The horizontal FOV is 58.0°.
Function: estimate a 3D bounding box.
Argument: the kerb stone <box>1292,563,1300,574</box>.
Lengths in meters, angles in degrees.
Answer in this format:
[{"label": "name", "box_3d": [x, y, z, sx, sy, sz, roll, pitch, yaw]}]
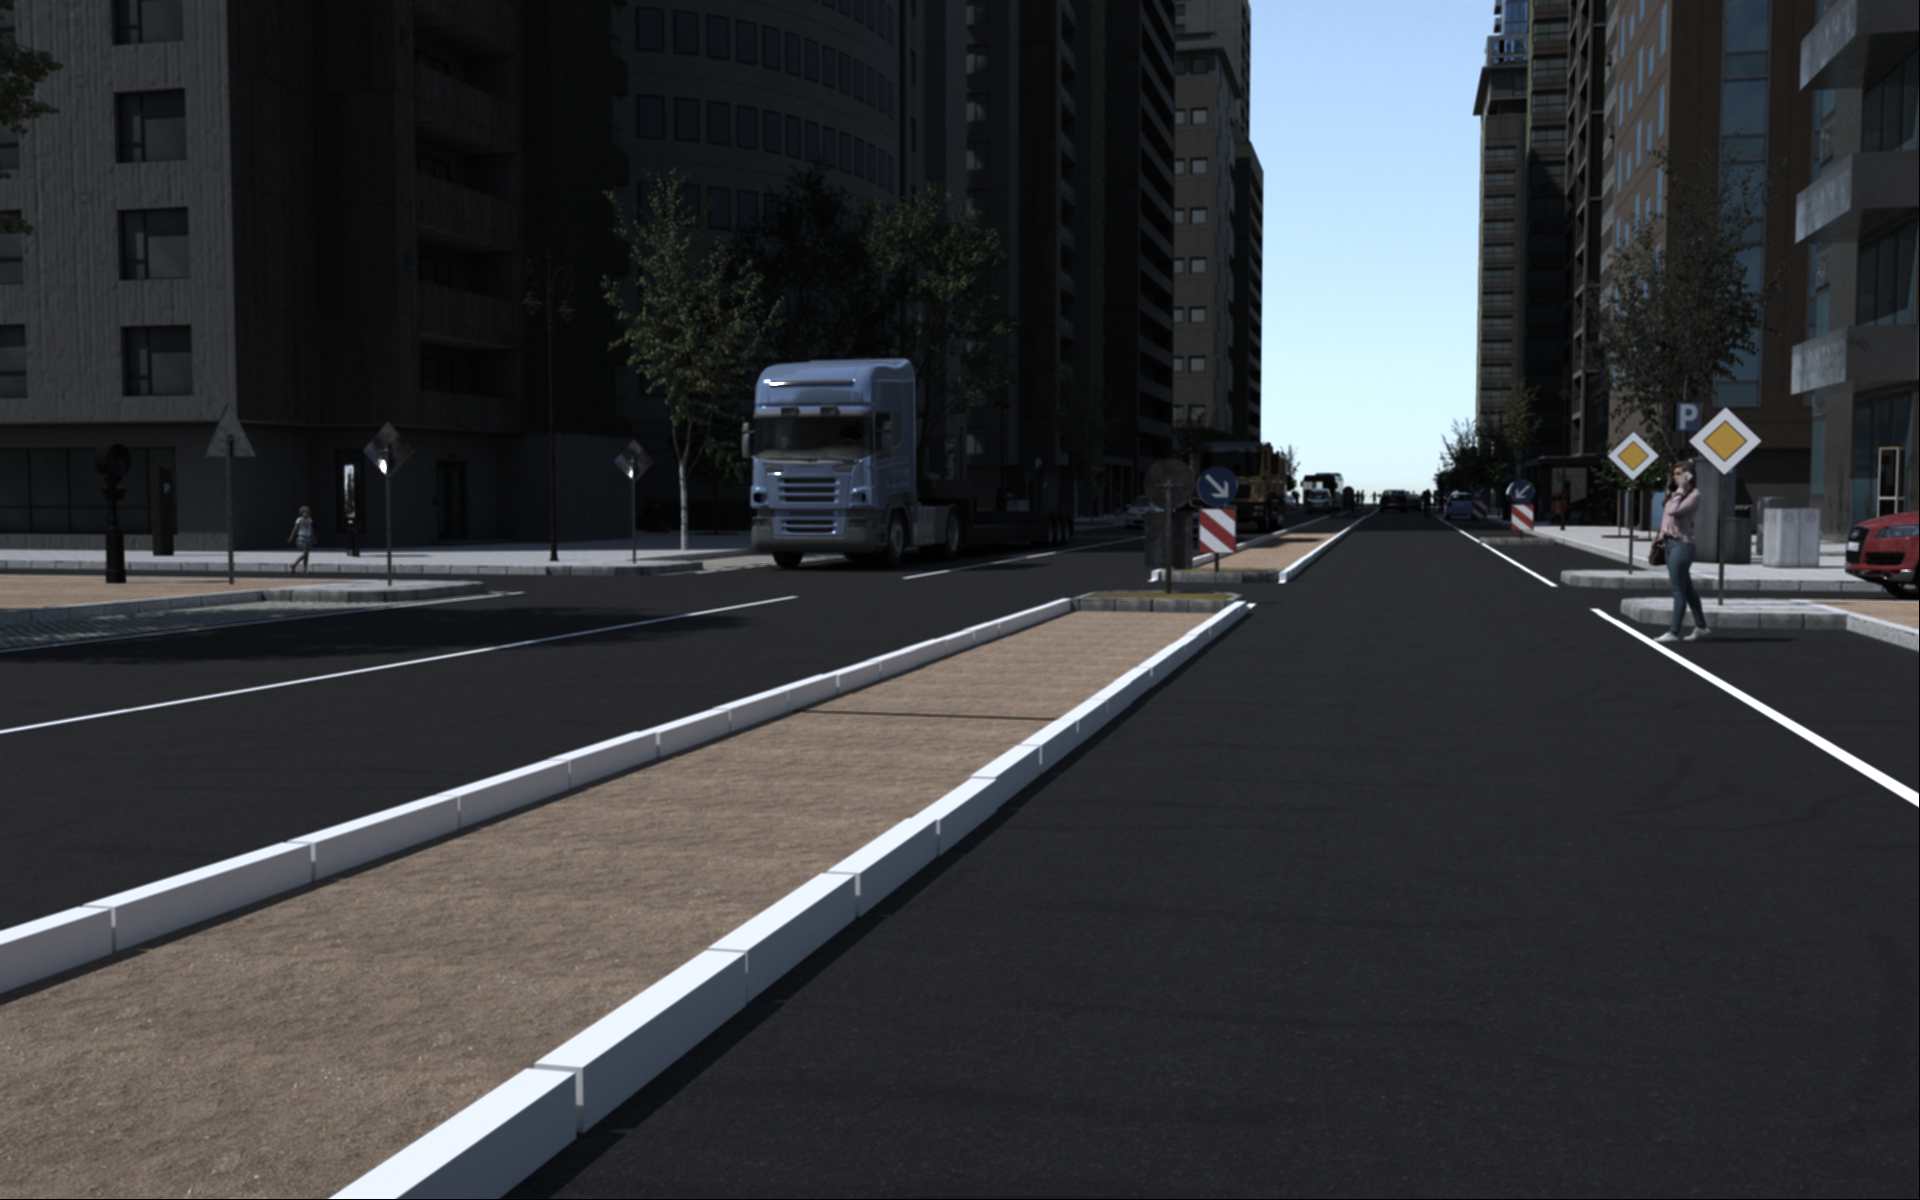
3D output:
[{"label": "kerb stone", "box_3d": [5.911, -0.524, 30.760, 0.120, 0.150, 1.000, 1, 4, 14]}]

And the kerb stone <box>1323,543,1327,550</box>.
[{"label": "kerb stone", "box_3d": [8.905, -1.252, 42.662, 0.120, 0.150, 1.000, 1, 4, 14]}]

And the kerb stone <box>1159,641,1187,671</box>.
[{"label": "kerb stone", "box_3d": [1.739, 0.482, 14.320, 0.120, 0.150, 1.000, 1, 4, 14]}]

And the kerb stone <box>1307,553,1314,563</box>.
[{"label": "kerb stone", "box_3d": [7.156, -0.827, 35.720, 0.120, 0.150, 1.000, 1, 4, 14]}]

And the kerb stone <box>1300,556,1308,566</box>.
[{"label": "kerb stone", "box_3d": [6.648, -0.706, 33.741, 0.120, 0.150, 1.000, 1, 4, 14]}]

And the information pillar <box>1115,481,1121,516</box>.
[{"label": "information pillar", "box_3d": [9.129, -5.855, 100.215, 0.304, 2.012, 0.304, 0, 4, 3]}]

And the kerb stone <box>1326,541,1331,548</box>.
[{"label": "kerb stone", "box_3d": [9.412, -1.373, 44.645, 0.120, 0.150, 1.000, 1, 4, 14]}]

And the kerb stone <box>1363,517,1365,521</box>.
[{"label": "kerb stone", "box_3d": [20.239, -3.988, 87.398, 0.120, 0.150, 1.000, 1, 4, 14]}]

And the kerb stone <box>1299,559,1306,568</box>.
[{"label": "kerb stone", "box_3d": [6.398, -0.638, 32.750, 0.120, 0.150, 1.000, 1, 4, 14]}]

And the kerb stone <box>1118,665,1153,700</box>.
[{"label": "kerb stone", "box_3d": [1.228, 0.606, 12.333, 0.120, 0.150, 1.000, 1, 4, 14]}]

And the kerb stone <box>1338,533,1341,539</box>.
[{"label": "kerb stone", "box_3d": [11.421, -1.859, 52.590, 0.120, 0.150, 1.000, 1, 4, 14]}]

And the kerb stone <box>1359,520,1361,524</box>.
[{"label": "kerb stone", "box_3d": [17.966, -3.437, 78.461, 0.120, 0.150, 1.000, 1, 4, 14]}]

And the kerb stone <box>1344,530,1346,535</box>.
[{"label": "kerb stone", "box_3d": [12.683, -2.162, 57.566, 0.120, 0.150, 1.000, 1, 4, 14]}]

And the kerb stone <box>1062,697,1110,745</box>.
[{"label": "kerb stone", "box_3d": [0.737, 0.727, 10.343, 0.120, 0.150, 1.000, 1, 4, 14]}]

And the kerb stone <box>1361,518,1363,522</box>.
[{"label": "kerb stone", "box_3d": [19.471, -3.803, 84.411, 0.120, 0.150, 1.000, 1, 4, 14]}]

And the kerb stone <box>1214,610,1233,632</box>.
[{"label": "kerb stone", "box_3d": [2.746, 0.239, 18.290, 0.120, 0.150, 1.000, 1, 4, 14]}]

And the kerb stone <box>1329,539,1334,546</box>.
[{"label": "kerb stone", "box_3d": [9.916, -1.494, 46.628, 0.120, 0.150, 1.000, 1, 4, 14]}]

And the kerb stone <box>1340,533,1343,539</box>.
[{"label": "kerb stone", "box_3d": [11.682, -1.920, 53.585, 0.120, 0.150, 1.000, 1, 4, 14]}]

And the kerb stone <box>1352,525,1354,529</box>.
[{"label": "kerb stone", "box_3d": [14.947, -2.710, 66.510, 0.120, 0.150, 1.000, 1, 4, 14]}]

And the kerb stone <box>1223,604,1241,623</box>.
[{"label": "kerb stone", "box_3d": [2.994, 0.178, 19.286, 0.120, 0.150, 1.000, 1, 4, 14]}]

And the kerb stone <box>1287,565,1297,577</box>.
[{"label": "kerb stone", "box_3d": [5.655, -0.463, 29.770, 0.120, 0.150, 1.000, 1, 4, 14]}]

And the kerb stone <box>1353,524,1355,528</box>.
[{"label": "kerb stone", "box_3d": [15.451, -2.831, 68.509, 0.120, 0.150, 1.000, 1, 4, 14]}]

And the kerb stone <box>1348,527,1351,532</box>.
[{"label": "kerb stone", "box_3d": [13.942, -2.463, 62.539, 0.120, 0.150, 1.000, 1, 4, 14]}]

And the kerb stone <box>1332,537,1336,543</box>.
[{"label": "kerb stone", "box_3d": [10.419, -1.616, 48.623, 0.120, 0.150, 1.000, 1, 4, 14]}]

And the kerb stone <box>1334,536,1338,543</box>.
[{"label": "kerb stone", "box_3d": [10.670, -1.677, 49.617, 0.120, 0.150, 1.000, 1, 4, 14]}]

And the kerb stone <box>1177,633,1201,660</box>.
[{"label": "kerb stone", "box_3d": [1.990, 0.428, 15.311, 0.120, 0.150, 1.000, 1, 4, 14]}]

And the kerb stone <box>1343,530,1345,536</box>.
[{"label": "kerb stone", "box_3d": [12.432, -2.103, 56.575, 0.120, 0.150, 1.000, 1, 4, 14]}]

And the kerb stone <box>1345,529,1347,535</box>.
[{"label": "kerb stone", "box_3d": [12.940, -2.223, 58.566, 0.120, 0.150, 1.000, 1, 4, 14]}]

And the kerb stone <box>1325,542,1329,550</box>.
[{"label": "kerb stone", "box_3d": [9.162, -1.312, 43.651, 0.120, 0.150, 1.000, 1, 4, 14]}]

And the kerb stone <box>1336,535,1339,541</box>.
[{"label": "kerb stone", "box_3d": [10.919, -1.735, 50.608, 0.120, 0.150, 1.000, 1, 4, 14]}]

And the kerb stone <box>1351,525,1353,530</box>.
[{"label": "kerb stone", "box_3d": [14.695, -2.649, 65.511, 0.120, 0.150, 1.000, 1, 4, 14]}]

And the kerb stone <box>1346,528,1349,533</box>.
[{"label": "kerb stone", "box_3d": [13.436, -2.346, 60.558, 0.120, 0.150, 1.000, 1, 4, 14]}]

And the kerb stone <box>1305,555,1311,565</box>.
[{"label": "kerb stone", "box_3d": [6.900, -0.767, 34.731, 0.120, 0.150, 1.000, 1, 4, 14]}]

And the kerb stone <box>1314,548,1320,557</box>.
[{"label": "kerb stone", "box_3d": [7.908, -1.007, 38.695, 0.120, 0.150, 1.000, 1, 4, 14]}]

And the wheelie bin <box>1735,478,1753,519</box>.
[{"label": "wheelie bin", "box_3d": [15.056, -1.599, 34.046, 0.980, 1.594, 0.693, -1, 4, -16]}]

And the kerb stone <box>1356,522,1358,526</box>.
[{"label": "kerb stone", "box_3d": [16.697, -3.136, 73.473, 0.120, 0.150, 1.000, 1, 4, 14]}]

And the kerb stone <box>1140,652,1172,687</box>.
[{"label": "kerb stone", "box_3d": [1.489, 0.543, 13.321, 0.120, 0.150, 1.000, 1, 4, 14]}]

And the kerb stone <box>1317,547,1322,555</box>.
[{"label": "kerb stone", "box_3d": [8.162, -1.069, 39.688, 0.120, 0.150, 1.000, 1, 4, 14]}]

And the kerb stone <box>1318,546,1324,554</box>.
[{"label": "kerb stone", "box_3d": [8.408, -1.123, 40.680, 0.120, 0.150, 1.000, 1, 4, 14]}]

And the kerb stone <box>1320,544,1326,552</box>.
[{"label": "kerb stone", "box_3d": [8.658, -1.191, 41.670, 0.120, 0.150, 1.000, 1, 4, 14]}]

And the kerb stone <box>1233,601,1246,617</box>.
[{"label": "kerb stone", "box_3d": [3.250, 0.120, 20.278, 0.120, 0.150, 1.000, 1, 4, 14]}]

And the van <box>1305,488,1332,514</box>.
[{"label": "van", "box_3d": [26.441, -7.373, 127.565, 2.013, 2.044, 4.112, 1, 4, 16]}]

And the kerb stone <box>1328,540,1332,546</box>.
[{"label": "kerb stone", "box_3d": [9.659, -1.434, 45.636, 0.120, 0.150, 1.000, 1, 4, 14]}]

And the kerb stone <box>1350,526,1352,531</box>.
[{"label": "kerb stone", "box_3d": [14.447, -2.587, 64.519, 0.120, 0.150, 1.000, 1, 4, 14]}]

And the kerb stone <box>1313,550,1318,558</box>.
[{"label": "kerb stone", "box_3d": [7.652, -0.949, 37.705, 0.120, 0.150, 1.000, 1, 4, 14]}]

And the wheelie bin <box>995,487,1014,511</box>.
[{"label": "wheelie bin", "box_3d": [2.077, -4.505, 81.566, 0.980, 1.594, 0.693, 2, 4, 25]}]

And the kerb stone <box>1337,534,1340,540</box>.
[{"label": "kerb stone", "box_3d": [11.173, -1.796, 51.598, 0.120, 0.150, 1.000, 1, 4, 14]}]

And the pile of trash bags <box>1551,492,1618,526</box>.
[{"label": "pile of trash bags", "box_3d": [25.435, -3.652, 69.464, 3.447, 1.369, 1.912, 0, 4, -2]}]

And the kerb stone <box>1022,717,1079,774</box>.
[{"label": "kerb stone", "box_3d": [0.482, 0.786, 9.351, 0.120, 0.150, 1.000, 1, 4, 14]}]

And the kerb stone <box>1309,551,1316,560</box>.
[{"label": "kerb stone", "box_3d": [7.414, -0.885, 36.711, 0.120, 0.150, 1.000, 1, 4, 14]}]

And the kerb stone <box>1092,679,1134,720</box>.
[{"label": "kerb stone", "box_3d": [0.987, 0.665, 11.339, 0.120, 0.150, 1.000, 1, 4, 14]}]

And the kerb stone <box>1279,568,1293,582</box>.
[{"label": "kerb stone", "box_3d": [5.393, -0.398, 28.779, 0.120, 0.150, 1.000, 1, 4, 14]}]

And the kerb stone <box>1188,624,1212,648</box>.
[{"label": "kerb stone", "box_3d": [2.236, 0.360, 16.303, 0.120, 0.150, 1.000, 1, 4, 14]}]

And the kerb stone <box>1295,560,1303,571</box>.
[{"label": "kerb stone", "box_3d": [6.157, -0.585, 31.752, 0.120, 0.150, 1.000, 1, 4, 14]}]

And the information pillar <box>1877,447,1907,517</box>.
[{"label": "information pillar", "box_3d": [14.620, -1.389, 27.203, 0.304, 2.012, 0.304, -3, 5, -40]}]

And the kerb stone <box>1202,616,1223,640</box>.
[{"label": "kerb stone", "box_3d": [2.494, 0.299, 17.299, 0.120, 0.150, 1.000, 1, 4, 14]}]

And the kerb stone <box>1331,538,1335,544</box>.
[{"label": "kerb stone", "box_3d": [10.164, -1.555, 47.625, 0.120, 0.150, 1.000, 1, 4, 14]}]

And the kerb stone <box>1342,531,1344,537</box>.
[{"label": "kerb stone", "box_3d": [12.179, -2.041, 55.584, 0.120, 0.150, 1.000, 1, 4, 14]}]

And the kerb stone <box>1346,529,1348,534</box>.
[{"label": "kerb stone", "box_3d": [13.185, -2.280, 59.560, 0.120, 0.150, 1.000, 1, 4, 14]}]
